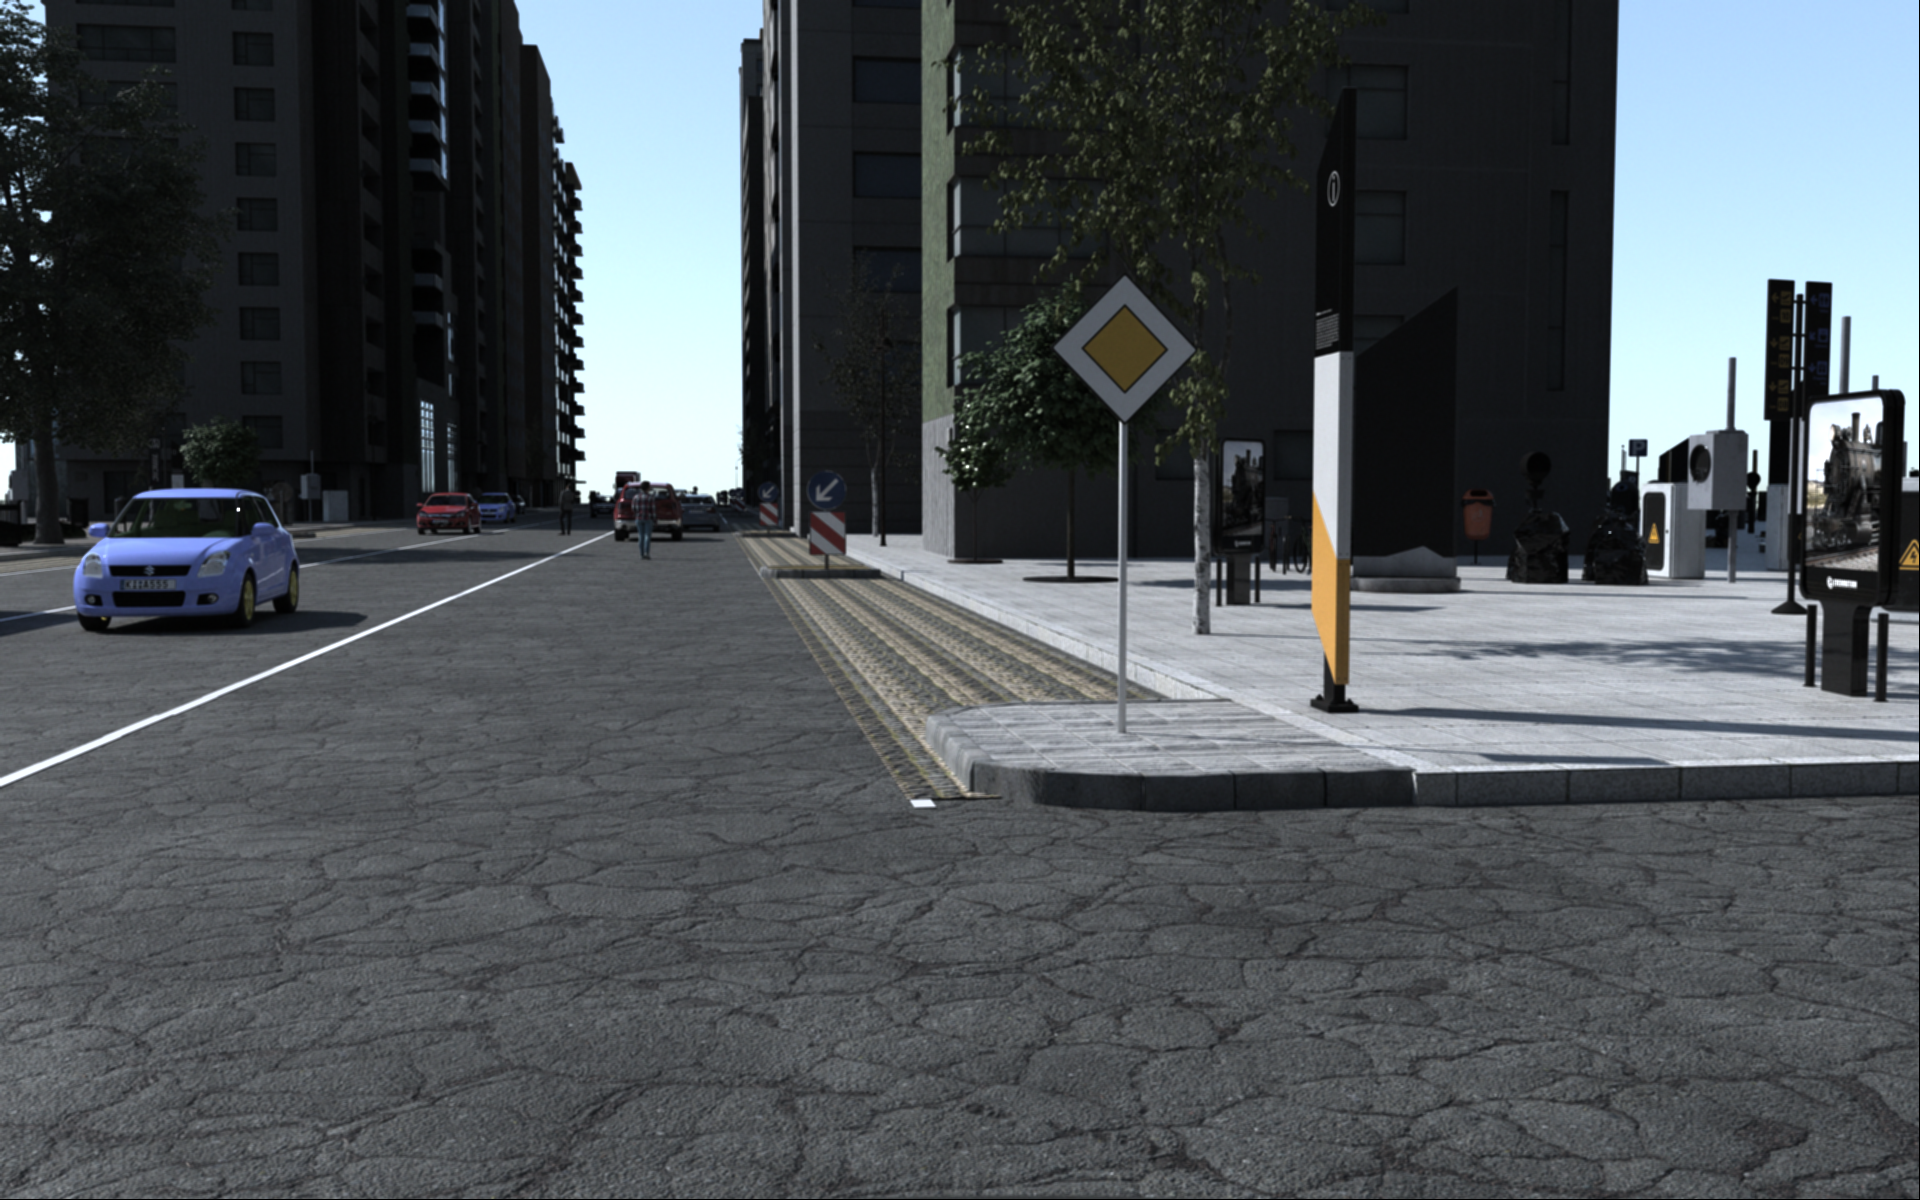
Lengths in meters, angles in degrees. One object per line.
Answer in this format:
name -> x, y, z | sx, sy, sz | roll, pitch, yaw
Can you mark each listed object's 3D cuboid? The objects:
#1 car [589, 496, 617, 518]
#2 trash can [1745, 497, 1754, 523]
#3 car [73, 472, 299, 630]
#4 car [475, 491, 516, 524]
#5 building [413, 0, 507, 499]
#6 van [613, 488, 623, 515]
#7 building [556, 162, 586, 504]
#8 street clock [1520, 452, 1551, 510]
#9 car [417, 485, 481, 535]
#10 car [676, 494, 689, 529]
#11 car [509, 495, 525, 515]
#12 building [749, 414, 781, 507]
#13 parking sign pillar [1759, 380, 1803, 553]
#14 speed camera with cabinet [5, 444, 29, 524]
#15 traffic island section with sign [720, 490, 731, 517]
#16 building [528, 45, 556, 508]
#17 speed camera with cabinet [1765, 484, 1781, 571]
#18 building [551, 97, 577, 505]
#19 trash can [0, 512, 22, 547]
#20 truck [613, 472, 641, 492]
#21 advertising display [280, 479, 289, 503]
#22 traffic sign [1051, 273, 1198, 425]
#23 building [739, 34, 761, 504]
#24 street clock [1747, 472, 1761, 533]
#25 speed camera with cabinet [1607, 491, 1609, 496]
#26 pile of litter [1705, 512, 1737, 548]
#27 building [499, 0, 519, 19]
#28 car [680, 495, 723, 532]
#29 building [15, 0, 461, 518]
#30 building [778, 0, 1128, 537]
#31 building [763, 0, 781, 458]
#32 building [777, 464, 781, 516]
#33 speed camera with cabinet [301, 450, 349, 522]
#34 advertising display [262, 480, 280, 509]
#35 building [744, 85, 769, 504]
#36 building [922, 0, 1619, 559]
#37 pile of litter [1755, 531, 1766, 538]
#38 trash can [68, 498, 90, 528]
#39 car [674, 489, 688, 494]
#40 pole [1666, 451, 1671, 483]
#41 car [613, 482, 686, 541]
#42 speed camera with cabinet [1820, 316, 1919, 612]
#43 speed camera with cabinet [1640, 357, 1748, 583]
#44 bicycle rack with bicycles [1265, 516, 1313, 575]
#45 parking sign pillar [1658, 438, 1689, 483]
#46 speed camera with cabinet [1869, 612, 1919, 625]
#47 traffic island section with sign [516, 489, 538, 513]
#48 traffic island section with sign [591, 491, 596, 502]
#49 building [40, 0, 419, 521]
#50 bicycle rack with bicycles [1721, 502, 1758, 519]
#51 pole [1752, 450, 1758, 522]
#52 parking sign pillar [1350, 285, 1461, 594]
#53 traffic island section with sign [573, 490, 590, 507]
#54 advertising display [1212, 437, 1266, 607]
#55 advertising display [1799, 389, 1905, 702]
car -> -21.746, -5.730, 106.258 | 1.945, 1.354, 3.894 | -1, 4, -9
trash can -> 34.843, -3.991, 76.907 | 0.748, 1.137, 0.748 | 0, 3, 0
car -> -8.636, -0.606, 19.505 | 1.945, 1.707, 3.694 | -1, 4, -10
car -> -22.904, -4.621, 85.147 | 1.945, 1.707, 3.694 | 0, 4, -7
building -> -42.602, -27.371, 131.111 | 14.154, 41.232, 14.086 | -1, 4, -8
van -> -23.009, -6.854, 119.075 | 2.013, 2.044, 4.112 | -1, 4, -9
building -> -59.872, -34.678, 221.603 | 22.147, 44.769, 28.867 | -1, 4, -8
street clock -> 9.909, -1.548, 29.872 | 0.471, 2.002, 0.358 | -1, 4, -13
car -> -18.469, -3.280, 62.668 | 2.155, 1.783, 4.494 | -1, 4, -8
car -> -12.024, -3.746, 71.475 | 2.015, 1.641, 3.980 | -1, 4, -8
car -> -31.394, -6.625, 120.907 | 1.945, 1.354, 3.894 | 0, 4, -7
building -> -11.844, -45.489, 181.998 | 20.563, 71.187, 20.611 | -1, 4, -8
parking sign pillar -> 18.339, -3.024, 37.916 | 1.447, 3.967, 1.447 | -1, 4, -15
speed camera with cabinet -> -34.904, -4.265, 64.066 | 0.660, 3.252, 2.038 | -2, 4, -35
traffic island section with sign -> -13.744, -6.018, 107.030 | 1.989, 1.847, 2.006 | -1, 4, -8
building -> -47.500, -31.773, 169.603 | 14.600, 45.320, 14.200 | -1, 4, -8
speed camera with cabinet -> 14.550, -2.105, 28.758 | 2.038, 3.252, 0.660 | 0, 4, 1
building -> -55.582, -35.015, 192.097 | 23.786, 49.044, 30.456 | -1, 4, -8
trash can -> -23.271, -1.874, 42.296 | 0.748, 1.137, 0.748 | 0, 3, 0
truck -> -41.793, -14.004, 217.870 | 2.839, 4.237, 11.283 | 0, 4, -7
advertising display -> -29.033, -4.242, 74.576 | 0.123, 1.923, 0.974 | -1, 4, -14
traffic sign -> 0.891, -0.429, 9.210 | 0.795, 2.593, 0.064 | -1, 4, -8
building -> -18.200, -41.949, 227.871 | 21.231, 58.520, 28.212 | -1, 4, -8
street clock -> 25.936, -3.190, 56.726 | 0.471, 2.002, 0.358 | 2, 4, 28
speed camera with cabinet -> 28.199, -5.100, 77.718 | 0.660, 3.252, 2.038 | -1, 4, -22
pile of litter -> 18.164, -1.701, 41.776 | 1.176, 0.858, 1.719 | 2, 4, 33
building -> -44.444, -30.268, 144.984 | 14.600, 45.320, 14.200 | -1, 4, -8
car -> -10.105, -3.331, 66.459 | 2.014, 1.417, 4.499 | 0, 4, -8
building -> -43.150, -48.577, 106.909 | 22.319, 86.520, 31.000 | -1, 4, -8
building -> 3.199, -32.256, 69.392 | 21.231, 58.520, 28.212 | -1, 4, -8
building -> -2.701, -34.109, 146.922 | 28.713, 52.752, 27.495 | -1, 4, -8
building -> 5.694, -24.987, 100.417 | 32.217, 40.220, 23.993 | -1, 4, -8
speed camera with cabinet -> -29.078, -5.194, 79.253 | 0.660, 3.252, 2.038 | 3, 5, 39
advertising display -> -31.863, -4.599, 80.404 | 0.974, 1.923, 0.123 | -2, 4, -35
building -> -14.343, -35.469, 203.614 | 21.300, 48.544, 21.600 | -1, 4, -8
building -> 5.841, -21.854, 40.901 | 14.154, 41.232, 14.086 | -1, 4, -8
pile of litter -> 24.485, -2.276, 51.170 | 1.719, 0.858, 1.176 | 3, 4, 37
trash can -> -32.889, -3.244, 64.690 | 0.748, 1.137, 0.748 | 0, 3, 0
car -> -21.001, -7.330, 128.511 | 2.281, 1.827, 5.304 | -1, 4, -8
pole -> 33.236, -5.349, 81.296 | 0.158, 3.312, 0.155 | 0, 3, 0
car -> -9.785, -2.806, 54.558 | 2.281, 1.827, 5.304 | -1, 4, -8
speed camera with cabinet -> 10.507, -1.550, 19.679 | 2.038, 3.252, 0.660 | -1, 4, -10
speed camera with cabinet -> 10.910, -1.925, 25.810 | 0.660, 3.252, 2.038 | 0, 4, -6
bicycle rack with bicycles -> 6.064, -0.903, 28.150 | 2.852, 0.926, 2.925 | 1, 4, 14
parking sign pillar -> 34.124, -5.775, 82.891 | 1.447, 3.967, 1.447 | 1, 4, 15
speed camera with cabinet -> 9.916, -1.365, 16.654 | 0.660, 3.252, 2.038 | -3, 5, -39
traffic island section with sign -> -33.140, -7.529, 131.726 | 1.989, 1.847, 2.006 | -1, 4, -8
traffic island section with sign -> -45.186, -12.557, 213.941 | 1.989, 1.847, 2.006 | -1, 4, -8
building -> -35.822, -19.281, 86.938 | 14.160, 30.474, 14.107 | -1, 4, -8
bicycle rack with bicycles -> 39.042, -4.486, 86.733 | 2.852, 0.926, 2.925 | 1, 4, 16
pole -> 36.653, -5.264, 79.903 | 0.158, 3.312, 0.155 | 0, 3, 0
parking sign pillar -> 5.902, -2.105, 22.886 | 1.447, 3.967, 1.447 | 2, 4, 23
traffic island section with sign -> -41.225, -10.907, 186.956 | 1.989, 1.847, 2.006 | -1, 4, -8
advertising display -> 3.231, -0.908, 20.055 | 0.123, 1.923, 0.974 | 3, 5, 40
advertising display -> 5.683, -0.359, 11.080 | 0.123, 1.923, 0.974 | 0, 4, -2
